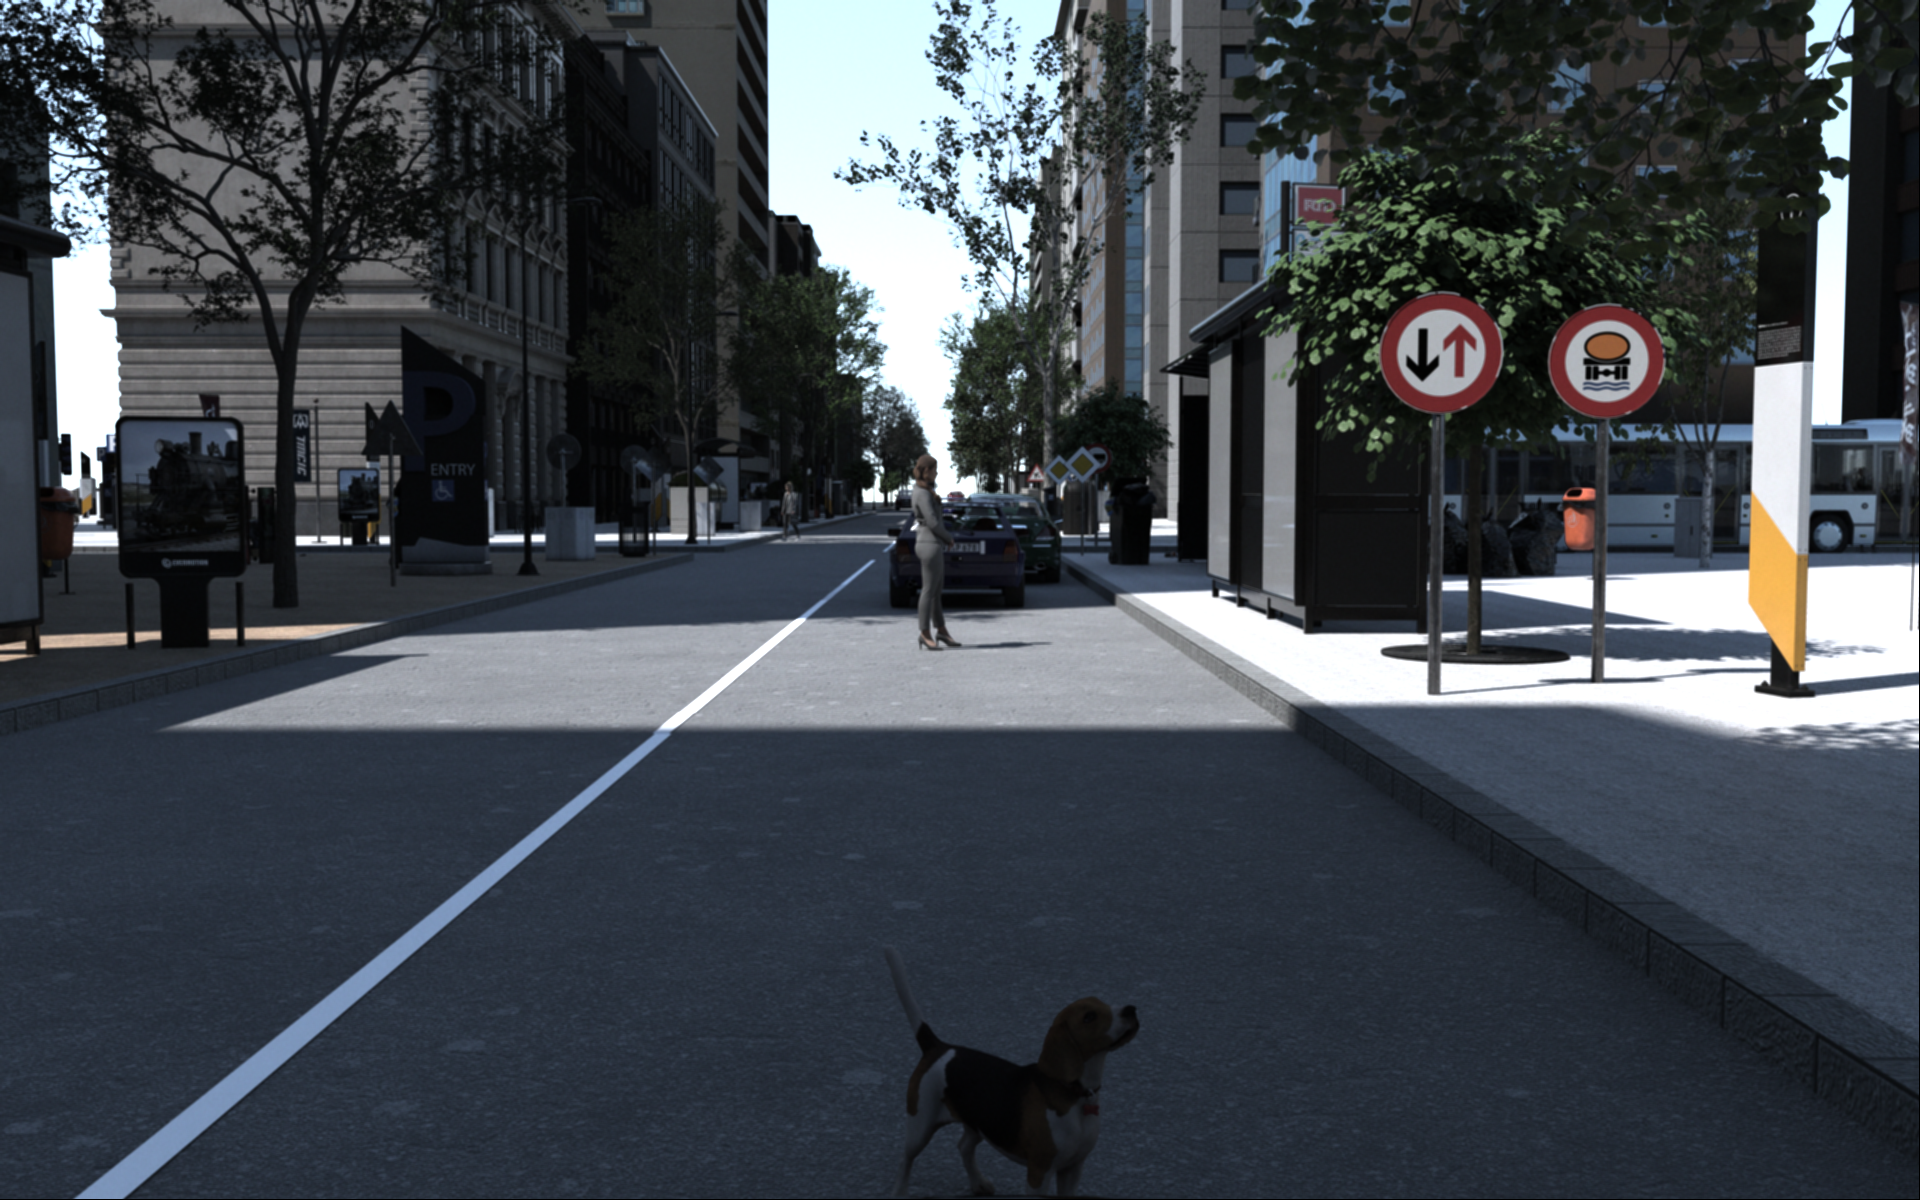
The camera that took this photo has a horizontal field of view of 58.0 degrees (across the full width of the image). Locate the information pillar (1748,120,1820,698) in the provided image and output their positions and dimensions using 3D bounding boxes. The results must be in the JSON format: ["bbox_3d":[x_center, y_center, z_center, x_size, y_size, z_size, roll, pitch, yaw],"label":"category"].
[{"bbox_3d":[5.255,-1.204,11.046,0.183,3.616,0.504,-1,4,-11],"label":"information pillar"}]

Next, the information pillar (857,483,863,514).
[{"bbox_3d":[-6.583,-6.685,113.785,0.304,2.012,0.304,1,4,11],"label":"information pillar"}]

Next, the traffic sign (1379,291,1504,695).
[{"bbox_3d":[3.033,-0.667,11.004,0.768,2.556,0.104,0,4,6],"label":"traffic sign"}]

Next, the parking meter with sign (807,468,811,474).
[{"bbox_3d":[-9.561,-7.422,117.616,1.738,3.016,0.543,-3,5,-43],"label":"parking meter with sign"}]

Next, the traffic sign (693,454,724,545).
[{"bbox_3d":[-6.379,-2.466,43.969,0.795,2.450,0.064,0,4,0],"label":"traffic sign"}]

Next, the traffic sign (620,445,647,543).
[{"bbox_3d":[-8.480,-2.751,45.092,0.768,2.556,0.104,1,4,9],"label":"traffic sign"}]

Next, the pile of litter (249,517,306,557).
[{"bbox_3d":[-14.276,-1.320,35.542,1.719,0.858,1.176,-1,4,-23],"label":"pile of litter"}]

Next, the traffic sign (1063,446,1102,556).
[{"bbox_3d":[2.540,-1.979,35.992,0.795,2.450,0.064,0,4,0],"label":"traffic sign"}]

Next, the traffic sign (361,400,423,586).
[{"bbox_3d":[-7.874,-1.467,23.995,0.884,2.594,0.081,0,4,7],"label":"traffic sign"}]

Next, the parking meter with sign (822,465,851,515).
[{"bbox_3d":[-7.457,-6.652,105.015,1.738,3.016,0.543,2,4,27],"label":"parking meter with sign"}]

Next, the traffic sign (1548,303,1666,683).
[{"bbox_3d":[4.332,-0.709,11.693,0.768,2.556,0.104,0,4,5],"label":"traffic sign"}]

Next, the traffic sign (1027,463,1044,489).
[{"bbox_3d":[3.234,-4.469,73.069,0.884,2.594,0.081,0,4,2],"label":"traffic sign"}]

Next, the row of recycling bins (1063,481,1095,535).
[{"bbox_3d":[3.852,-2.961,55.528,1.069,1.692,3.534,0,4,7],"label":"row of recycling bins"}]

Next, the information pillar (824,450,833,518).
[{"bbox_3d":[-6.966,-6.128,91.549,0.183,3.616,0.504,2,4,35],"label":"information pillar"}]

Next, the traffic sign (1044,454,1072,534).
[{"bbox_3d":[2.515,-2.467,43.977,0.795,2.450,0.064,0,4,0],"label":"traffic sign"}]

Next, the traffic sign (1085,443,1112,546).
[{"bbox_3d":[3.382,-2.618,42.913,0.768,2.556,0.104,0,4,4],"label":"traffic sign"}]

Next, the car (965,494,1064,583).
[{"bbox_3d":[0.727,-1.078,29.429,2.131,1.459,4.920,0,4,0],"label":"car"}]

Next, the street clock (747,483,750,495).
[{"bbox_3d":[-13.368,-6.502,110.879,0.471,2.002,0.358,-3,5,-40],"label":"street clock"}]

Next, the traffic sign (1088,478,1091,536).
[{"bbox_3d":[3.992,-3.247,53.190,0.768,2.556,0.104,1,4,9],"label":"traffic sign"}]

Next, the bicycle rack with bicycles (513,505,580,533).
[{"bbox_3d":[-13.690,-2.684,57.264,2.852,0.926,2.925,1,4,10],"label":"bicycle rack with bicycles"}]

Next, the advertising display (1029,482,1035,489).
[{"bbox_3d":[3.948,-5.486,94.904,0.123,1.923,0.974,0,4,-8],"label":"advertising display"}]

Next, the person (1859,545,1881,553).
[{"bbox_3d":[21.831,-2.005,41.460,0.526,1.800,0.537,2,4,24],"label":"person"}]

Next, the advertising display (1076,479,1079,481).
[{"bbox_3d":[5.108,-4.214,74.107,0.123,1.923,0.974,1,4,15],"label":"advertising display"}]

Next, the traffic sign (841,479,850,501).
[{"bbox_3d":[-7.581,-6.892,114.809,0.606,2.300,0.079,0,4,8],"label":"traffic sign"}]

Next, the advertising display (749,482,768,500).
[{"bbox_3d":[-10.702,-5.315,92.116,0.974,1.923,0.123,-1,4,-14],"label":"advertising display"}]

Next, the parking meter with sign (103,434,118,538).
[{"bbox_3d":[-24.519,-3.351,51.042,0.543,3.016,1.738,0,4,-6],"label":"parking meter with sign"}]

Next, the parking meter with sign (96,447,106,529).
[{"bbox_3d":[-31.045,-4.160,64.273,0.543,3.016,1.738,2,4,28],"label":"parking meter with sign"}]

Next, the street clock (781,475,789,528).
[{"bbox_3d":[-6.532,-3.686,64.836,0.358,2.002,0.471,0,4,-7],"label":"street clock"}]

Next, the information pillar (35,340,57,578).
[{"bbox_3d":[-14.187,-2.153,26.555,0.504,3.616,0.183,1,4,15],"label":"information pillar"}]

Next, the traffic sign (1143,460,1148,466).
[{"bbox_3d":[5.164,-3.079,50.345,0.884,2.594,0.081,0,4,2],"label":"traffic sign"}]

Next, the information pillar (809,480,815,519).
[{"bbox_3d":[-7.529,-5.101,87.896,0.304,2.012,0.304,0,4,-6],"label":"information pillar"}]

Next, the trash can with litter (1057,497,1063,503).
[{"bbox_3d":[4.197,-3.549,69.410,1.055,1.170,0.624,3,5,39],"label":"trash can with litter"}]

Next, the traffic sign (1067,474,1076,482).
[{"bbox_3d":[5.189,-4.788,78.397,0.768,2.556,0.104,0,4,7],"label":"traffic sign"}]

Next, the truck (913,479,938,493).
[{"bbox_3d":[-4.147,-13.783,215.116,2.967,4.110,18.799,0,3,0],"label":"truck"}]

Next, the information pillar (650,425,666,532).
[{"bbox_3d":[-10.238,-4.095,58.300,0.504,3.616,0.183,3,5,43],"label":"information pillar"}]

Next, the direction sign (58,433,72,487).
[{"bbox_3d":[-33.583,-4.439,64.578,0.876,3.537,0.379,-2,4,-34],"label":"direction sign"}]

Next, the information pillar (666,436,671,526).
[{"bbox_3d":[-11.861,-4.815,70.080,0.183,3.616,0.504,2,4,25],"label":"information pillar"}]

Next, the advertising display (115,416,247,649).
[{"bbox_3d":[-6.473,-0.564,14.429,0.974,1.923,0.123,-1,4,-15],"label":"advertising display"}]

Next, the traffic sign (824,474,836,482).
[{"bbox_3d":[-8.119,-6.612,108.218,0.768,2.556,0.104,0,4,8],"label":"traffic sign"}]

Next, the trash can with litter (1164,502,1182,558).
[{"bbox_3d":[5.042,-1.481,35.273,2.233,1.210,1.678,-2,4,-28],"label":"trash can with litter"}]

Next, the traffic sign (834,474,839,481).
[{"bbox_3d":[-7.898,-6.682,109.260,0.884,2.594,0.081,0,4,5],"label":"traffic sign"}]

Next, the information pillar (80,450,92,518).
[{"bbox_3d":[-46.600,-6.177,92.345,0.504,3.616,0.183,-1,4,-19],"label":"information pillar"}]

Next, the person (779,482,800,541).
[{"bbox_3d":[-5.103,-2.683,52.544,0.728,1.800,0.709,-3,5,-45],"label":"person"}]

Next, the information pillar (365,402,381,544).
[{"bbox_3d":[-15.037,-3.243,44.370,0.183,3.616,0.504,1,4,14],"label":"information pillar"}]

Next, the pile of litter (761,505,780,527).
[{"bbox_3d":[-7.554,-3.362,68.937,1.176,0.858,1.719,-2,4,-23],"label":"pile of litter"}]

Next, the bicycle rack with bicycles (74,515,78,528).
[{"bbox_3d":[-32.968,-2.896,60.736,2.925,0.926,2.852,0,4,3],"label":"bicycle rack with bicycles"}]

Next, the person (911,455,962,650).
[{"bbox_3d":[-0.186,-0.439,15.952,0.573,1.790,0.520,-1,4,-22],"label":"person"}]

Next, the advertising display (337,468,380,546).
[{"bbox_3d":[-14.958,-2.317,43.094,0.974,1.923,0.123,-1,4,-23],"label":"advertising display"}]

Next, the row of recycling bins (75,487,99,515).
[{"bbox_3d":[-53.405,-6.074,106.419,1.069,1.692,3.534,0,4,1],"label":"row of recycling bins"}]

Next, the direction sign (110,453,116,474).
[{"bbox_3d":[-33.411,-4.714,69.067,0.876,3.537,0.379,0,4,-6],"label":"direction sign"}]

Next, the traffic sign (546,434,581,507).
[{"bbox_3d":[-8.372,-2.229,36.556,0.768,2.556,0.104,1,4,9],"label":"traffic sign"}]

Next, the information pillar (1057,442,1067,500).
[{"bbox_3d":[4.510,-5.259,77.340,0.504,3.616,0.183,2,4,29],"label":"information pillar"}]

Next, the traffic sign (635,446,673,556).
[{"bbox_3d":[-6.354,-1.978,35.984,0.795,2.450,0.064,0,4,0],"label":"traffic sign"}]
